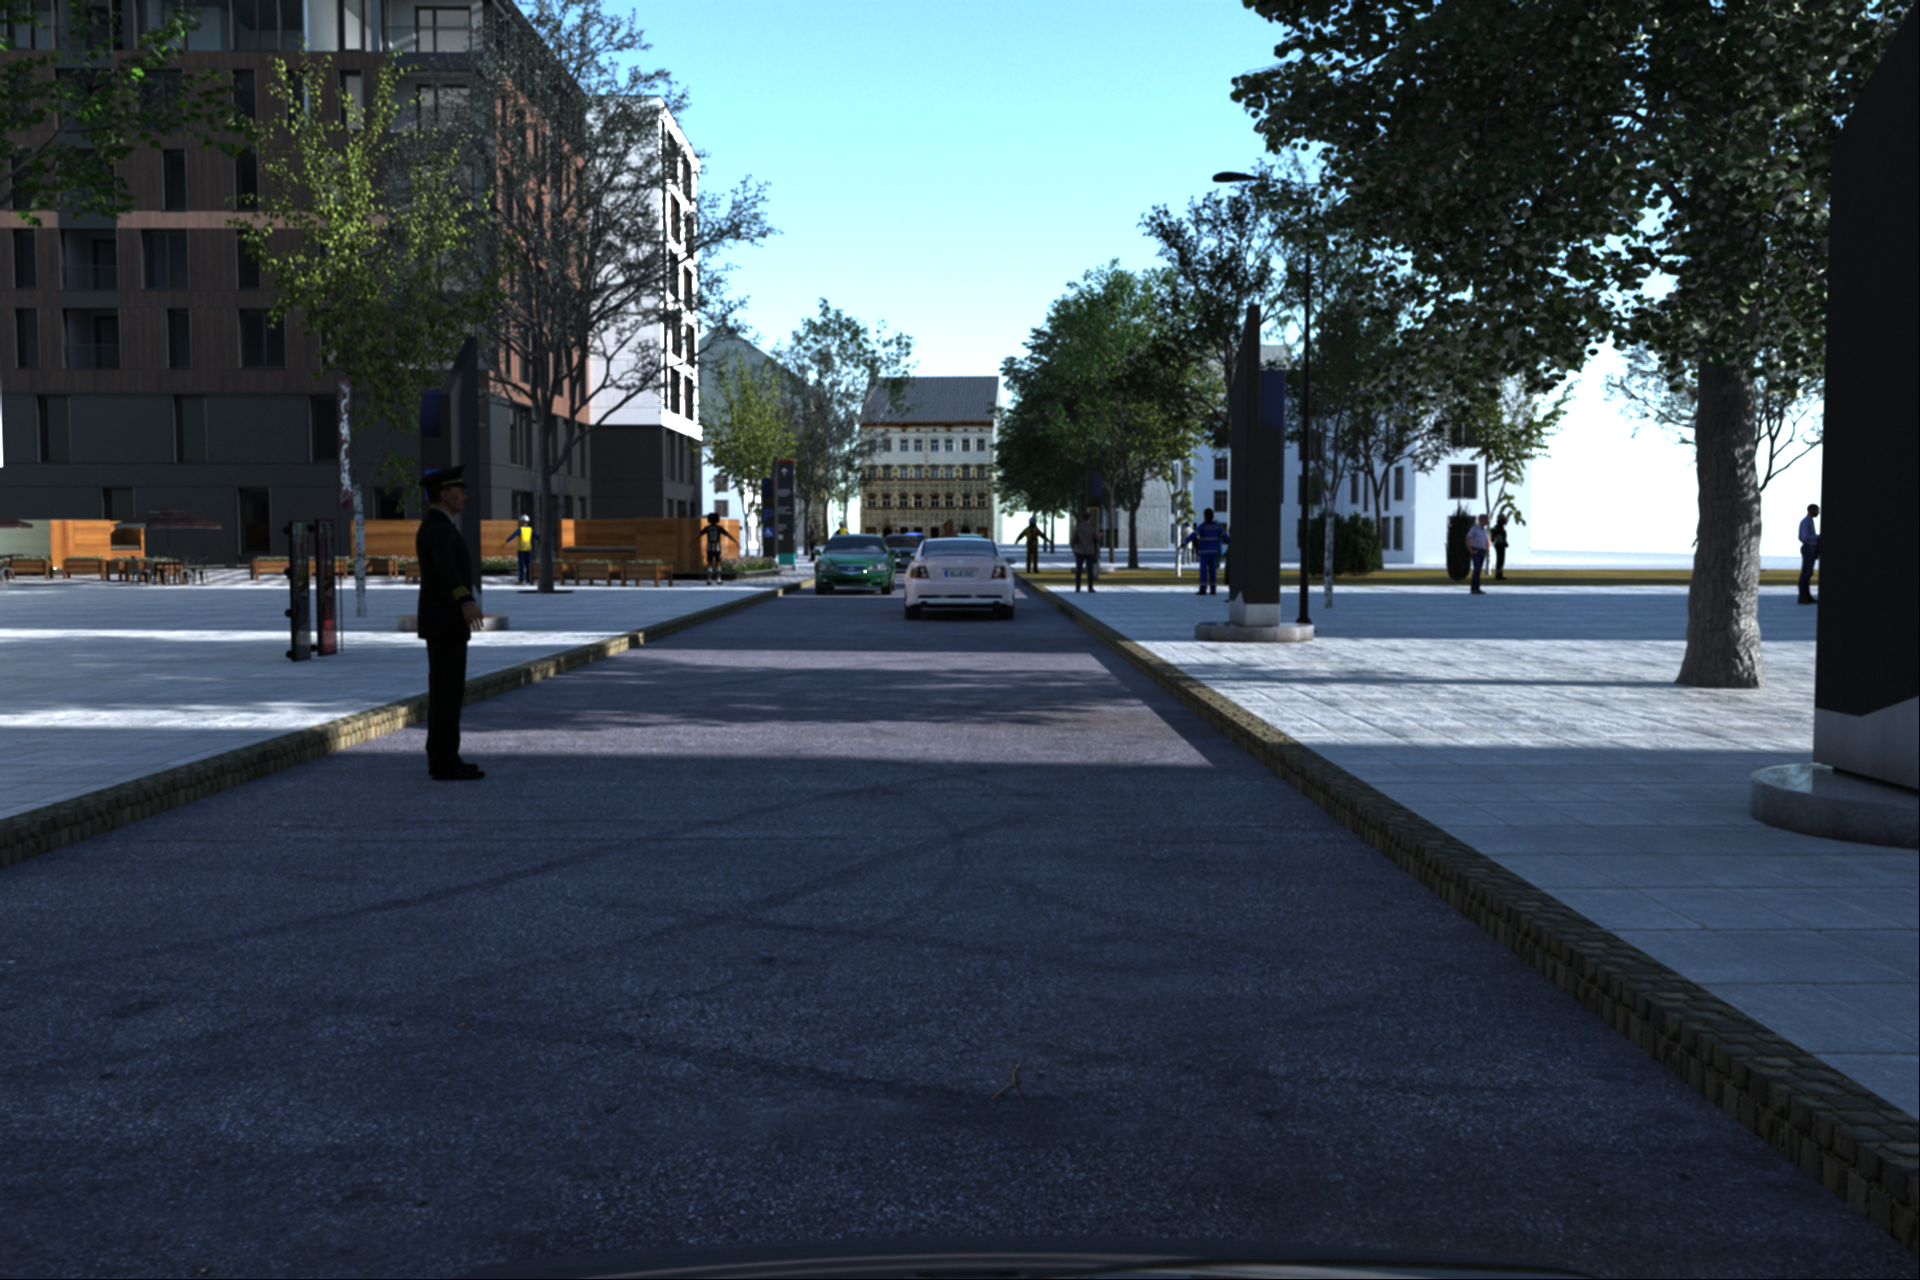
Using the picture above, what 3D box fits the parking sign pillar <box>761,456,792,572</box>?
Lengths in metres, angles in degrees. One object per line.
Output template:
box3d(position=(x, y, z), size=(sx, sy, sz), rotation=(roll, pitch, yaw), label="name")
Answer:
box3d(position=(-6.491, -4.332, 59.293), size=(1.447, 3.967, 1.447), rotation=(0, 4, 0), label="parking sign pillar")

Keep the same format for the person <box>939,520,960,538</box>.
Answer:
box3d(position=(-0.184, -1.657, 36.349), size=(1.217, 1.733, 0.721), rotation=(-1, 4, -19), label="person")

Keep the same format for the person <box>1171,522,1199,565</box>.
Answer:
box3d(position=(9.496, -4.055, 72.484), size=(1.347, 1.806, 0.705), rotation=(0, 4, -3), label="person")

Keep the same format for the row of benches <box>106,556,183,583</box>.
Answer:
box3d(position=(-22.202, -1.931, 47.029), size=(1.422, 0.672, 4.104), rotation=(-3, 5, -44), label="row of benches")

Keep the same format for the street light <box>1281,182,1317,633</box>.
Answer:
box3d(position=(5.017, -3.048, 22.375), size=(1.470, 5.913, 1.316), rotation=(0, 4, 0), label="street light")

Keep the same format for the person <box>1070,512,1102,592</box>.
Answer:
box3d(position=(2.798, -1.936, 38.234), size=(0.617, 1.759, 0.750), rotation=(1, 4, 17), label="person")

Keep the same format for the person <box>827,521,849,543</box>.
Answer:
box3d(position=(-5.183, -4.255, 75.541), size=(1.349, 1.833, 0.705), rotation=(-3, 5, -42), label="person")

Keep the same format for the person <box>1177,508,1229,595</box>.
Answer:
box3d(position=(5.223, -1.872, 36.578), size=(1.345, 1.831, 0.704), rotation=(-1, 4, -21), label="person")

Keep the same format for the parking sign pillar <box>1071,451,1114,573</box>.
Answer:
box3d(position=(4.379, -4.200, 57.147), size=(1.447, 3.967, 1.447), rotation=(0, 4, 0), label="parking sign pillar")

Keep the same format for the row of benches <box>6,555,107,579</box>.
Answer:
box3d(position=(-26.461, -2.079, 49.447), size=(4.104, 0.672, 1.422), rotation=(-1, 4, -16), label="row of benches")

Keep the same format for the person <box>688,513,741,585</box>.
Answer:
box3d(position=(-6.253, -2.317, 44.027), size=(1.345, 1.843, 0.704), rotation=(0, 4, -3), label="person")

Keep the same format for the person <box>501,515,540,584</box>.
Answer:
box3d(position=(-11.318, -2.346, 44.826), size=(0.721, 1.772, 1.216), rotation=(3, 5, 42), label="person")

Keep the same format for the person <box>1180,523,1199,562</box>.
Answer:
box3d(position=(10.765, -4.482, 79.424), size=(1.346, 1.812, 0.704), rotation=(0, 4, 4), label="person")

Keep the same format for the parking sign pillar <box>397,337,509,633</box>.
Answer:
box3d(position=(-6.785, -2.117, 23.091), size=(1.447, 3.967, 1.447), rotation=(0, 3, 0), label="parking sign pillar")

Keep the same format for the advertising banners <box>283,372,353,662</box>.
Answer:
box3d(position=(-6.714, -1.350, 18.254), size=(0.090, 3.025, 2.074), rotation=(0, 4, -1), label="advertising banners")

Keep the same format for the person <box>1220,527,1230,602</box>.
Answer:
box3d(position=(5.084, -1.436, 32.698), size=(0.599, 1.438, 0.989), rotation=(2, 4, 24), label="person")

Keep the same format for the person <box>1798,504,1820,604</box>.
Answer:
box3d(position=(15.734, -1.585, 31.827), size=(0.599, 1.838, 0.709), rotation=(2, 4, 33), label="person")

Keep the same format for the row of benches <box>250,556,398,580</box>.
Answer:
box3d(position=(-18.168, -2.071, 49.316), size=(4.104, 0.672, 1.422), rotation=(-2, 4, -35), label="row of benches")

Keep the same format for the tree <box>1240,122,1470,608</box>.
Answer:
box3d(position=(6.168, -4.855, 29.738), size=(4.360, 8.622, 3.978), rotation=(0, 3, 0), label="tree")

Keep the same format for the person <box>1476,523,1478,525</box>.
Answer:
box3d(position=(22.032, -4.110, 73.923), size=(1.216, 1.740, 0.721), rotation=(-3, 5, -43), label="person")

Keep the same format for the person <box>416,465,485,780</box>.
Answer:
box3d(position=(-3.000, -0.111, 10.205), size=(0.705, 1.837, 1.347), rotation=(-1, 4, -22), label="person")

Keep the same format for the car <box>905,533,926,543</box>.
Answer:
box3d(position=(-2.705, -5.596, 101.086), size=(1.945, 1.707, 3.694), rotation=(0, 4, 0), label="car")

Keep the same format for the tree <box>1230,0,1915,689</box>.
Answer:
box3d(position=(6.382, -6.580, 14.232), size=(9.857, 13.997, 8.962), rotation=(0, 3, 0), label="tree")

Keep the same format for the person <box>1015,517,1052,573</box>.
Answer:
box3d(position=(2.408, -3.160, 57.428), size=(1.354, 1.858, 0.705), rotation=(2, 4, 26), label="person")

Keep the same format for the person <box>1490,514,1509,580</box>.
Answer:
box3d(position=(15.190, -2.617, 48.572), size=(0.705, 1.856, 1.354), rotation=(2, 4, 23), label="person")

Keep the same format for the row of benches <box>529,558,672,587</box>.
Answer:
box3d(position=(-8.858, -1.680, 42.935), size=(4.104, 0.672, 1.422), rotation=(2, 4, 27), label="row of benches")

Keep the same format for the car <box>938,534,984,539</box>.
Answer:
box3d(position=(0.022, -2.198, 47.742), size=(2.131, 1.459, 4.920), rotation=(0, 4, -1), label="car")

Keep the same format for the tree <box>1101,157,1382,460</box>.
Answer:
box3d(position=(7.054, -6.591, 42.180), size=(7.601, 10.594, 8.767), rotation=(-3, 4, -36), label="tree")

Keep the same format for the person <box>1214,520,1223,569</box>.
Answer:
box3d(position=(9.447, -3.518, 63.647), size=(0.704, 1.817, 1.347), rotation=(-3, 4, -37), label="person")

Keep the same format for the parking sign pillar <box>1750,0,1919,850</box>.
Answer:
box3d(position=(4.280, -1.165, 7.523), size=(1.447, 3.967, 1.447), rotation=(0, 4, 0), label="parking sign pillar")

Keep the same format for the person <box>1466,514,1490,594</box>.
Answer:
box3d(position=(11.189, -1.849, 37.208), size=(0.756, 1.711, 0.436), rotation=(-2, 4, -29), label="person")

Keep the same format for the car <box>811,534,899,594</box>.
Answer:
box3d(position=(-2.539, -1.885, 42.618), size=(2.131, 1.459, 4.920), rotation=(0, 4, 0), label="car")

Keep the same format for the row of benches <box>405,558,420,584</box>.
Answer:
box3d(position=(-14.096, -1.875, 46.116), size=(1.422, 0.672, 4.104), rotation=(0, 4, -7), label="row of benches")

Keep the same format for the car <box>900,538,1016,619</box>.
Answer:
box3d(position=(-0.032, -1.108, 30.477), size=(2.083, 1.381, 4.827), rotation=(0, 4, -1), label="car")

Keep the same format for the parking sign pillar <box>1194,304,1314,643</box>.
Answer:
box3d(position=(3.588, -1.993, 21.052), size=(1.447, 3.967, 1.447), rotation=(0, 4, 0), label="parking sign pillar")

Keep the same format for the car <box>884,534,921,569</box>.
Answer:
box3d(position=(-2.209, -3.372, 64.913), size=(2.009, 1.686, 4.222), rotation=(0, 4, 0), label="car")

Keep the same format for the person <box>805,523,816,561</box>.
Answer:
box3d(position=(-6.960, -4.588, 81.134), size=(0.705, 1.813, 1.348), rotation=(-1, 4, -22), label="person")

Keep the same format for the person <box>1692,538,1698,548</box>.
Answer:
box3d(position=(19.801, -2.416, 45.351), size=(0.705, 1.847, 1.347), rotation=(-3, 5, -44), label="person")

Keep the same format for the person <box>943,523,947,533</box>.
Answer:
box3d(position=(-0.474, -2.964, 57.137), size=(0.704, 1.802, 1.346), rotation=(1, 4, 9), label="person")
